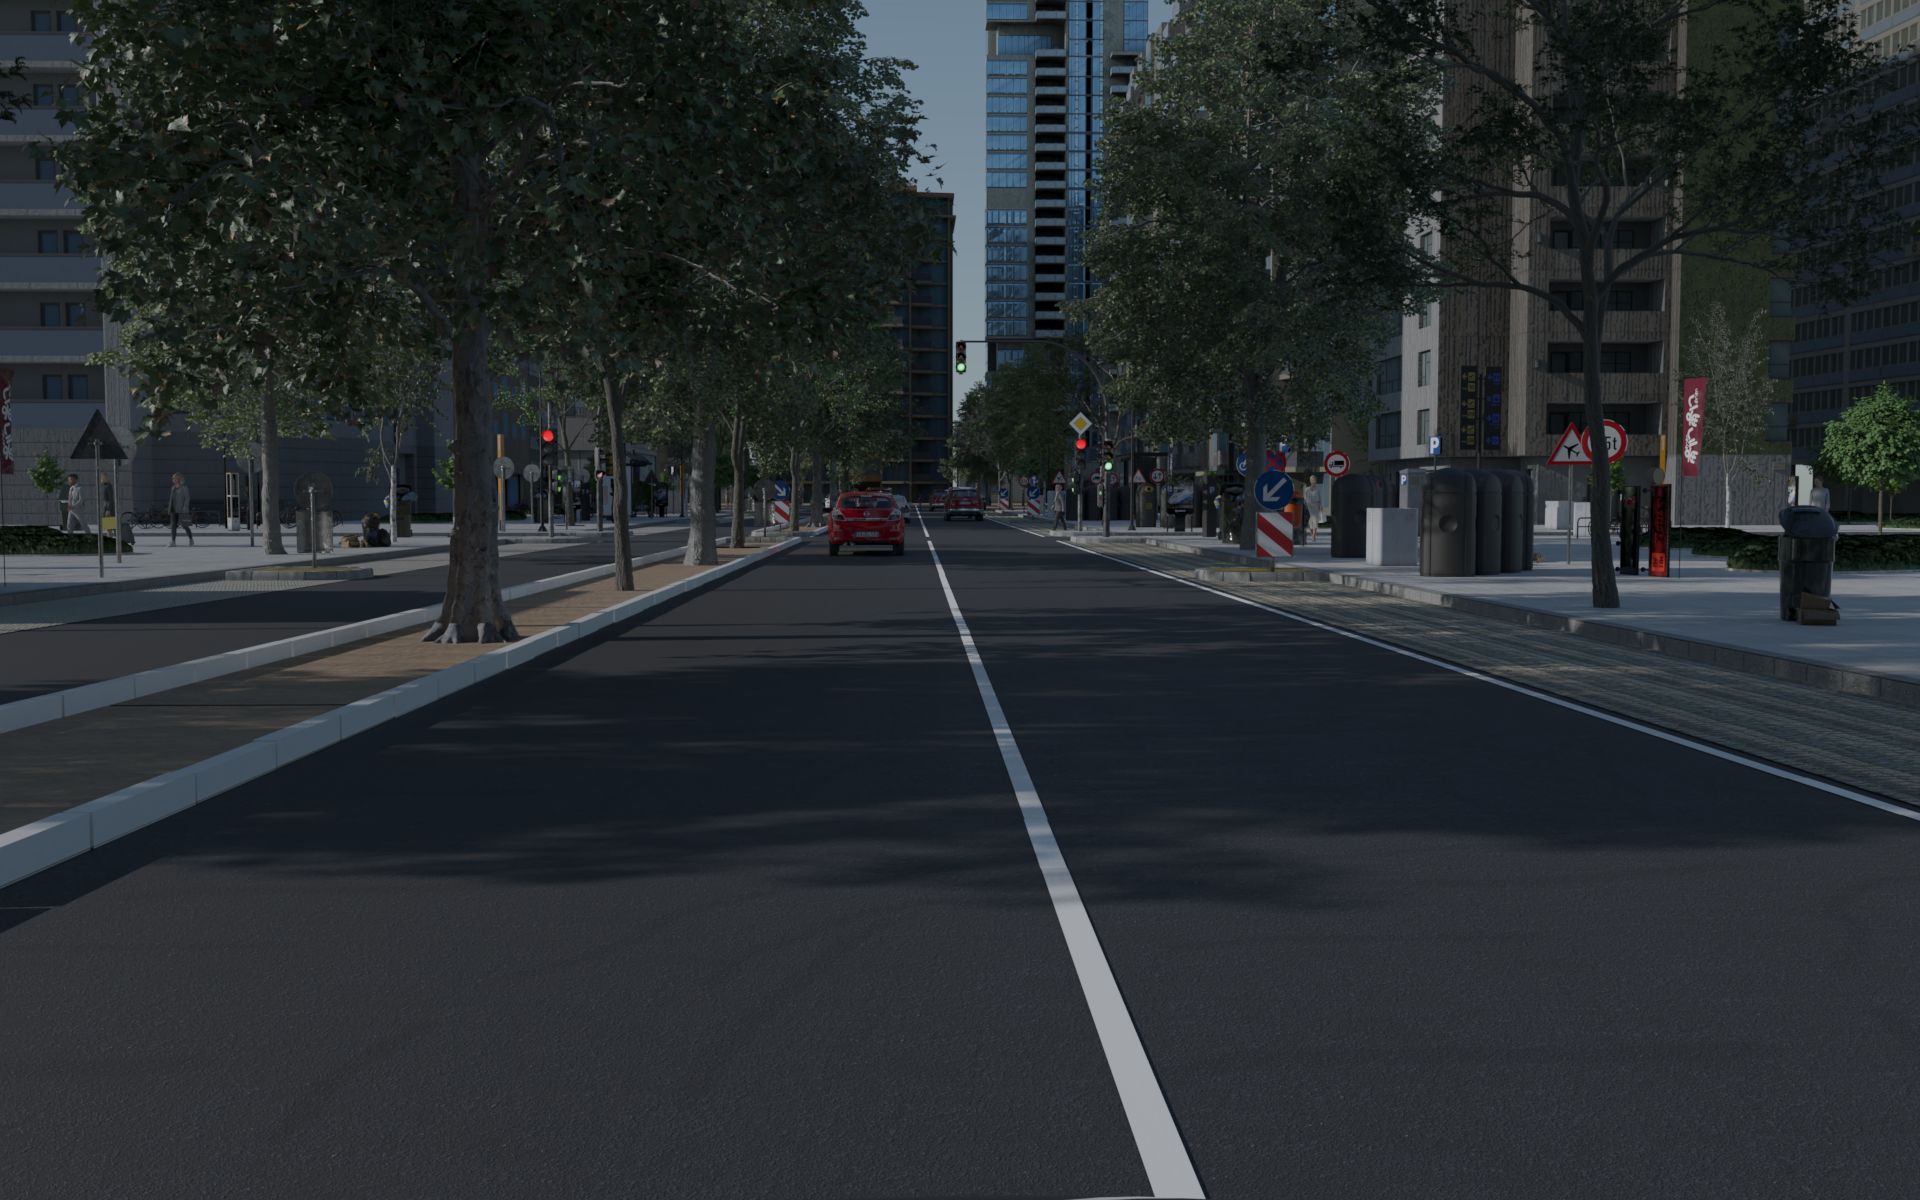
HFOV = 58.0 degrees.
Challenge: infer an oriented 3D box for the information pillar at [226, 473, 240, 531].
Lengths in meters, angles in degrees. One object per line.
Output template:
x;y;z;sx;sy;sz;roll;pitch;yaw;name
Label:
-25.175;-3.394;59.992;0.304;2.012;0.304;3;5;40;information pillar

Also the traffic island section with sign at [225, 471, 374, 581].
-11.127;-1.272;29.432;1.989;1.847;2.006;0;4;-2;traffic island section with sign

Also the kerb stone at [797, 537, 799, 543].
-4.754;-1.669;49.488;0.120;0.150;1.000;0;4;-2;kerb stone

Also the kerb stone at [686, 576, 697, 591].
-4.089;-0.227;25.908;0.120;0.150;1.000;0;4;-2;kerb stone

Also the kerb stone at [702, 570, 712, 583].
-4.155;-0.348;27.959;0.120;0.150;1.000;0;4;-2;kerb stone

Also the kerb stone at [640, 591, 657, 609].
-3.984;0.023;21.822;0.120;0.150;1.000;0;4;-2;kerb stone

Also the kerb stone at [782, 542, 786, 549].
-4.612;-1.353;44.376;0.120;0.150;1.000;0;4;-2;kerb stone

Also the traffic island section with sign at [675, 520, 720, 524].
-12.647;-4.591;83.696;1.989;1.847;2.006;0;4;-2;traffic island section with sign

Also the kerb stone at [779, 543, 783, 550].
-4.581;-1.291;43.354;0.120;0.150;1.000;0;4;-2;kerb stone

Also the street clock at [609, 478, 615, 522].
-16.017;-4.614;80.011;0.358;2.002;0.471;-1;4;-14;street clock

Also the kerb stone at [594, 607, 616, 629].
-3.898;0.211;18.750;0.120;0.150;1.000;0;4;-2;kerb stone

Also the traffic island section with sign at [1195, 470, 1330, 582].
5.006;-1.250;29.072;1.989;1.847;2.006;0;4;-2;traffic island section with sign

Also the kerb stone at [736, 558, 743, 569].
-4.297;-0.661;33.093;0.120;0.150;1.000;0;4;-2;kerb stone

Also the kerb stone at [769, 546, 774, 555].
-4.491;-1.100;40.264;0.120;0.150;1.000;0;4;-2;kerb stone

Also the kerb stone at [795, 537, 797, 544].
-4.729;-1.607;48.467;0.120;0.150;1.000;0;4;-2;kerb stone

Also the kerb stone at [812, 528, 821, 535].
-5.083;-2.394;61.330;0.120;0.150;1.000;0;4;-2;kerb stone

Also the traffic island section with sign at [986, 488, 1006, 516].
2.678;-6.323;112.001;1.989;1.847;2.006;0;4;-2;traffic island section with sign

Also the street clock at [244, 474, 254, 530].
-25.264;-3.486;61.564;0.358;2.002;0.471;-2;4;-29;street clock

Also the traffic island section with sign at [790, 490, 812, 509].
-14.841;-9.337;161.293;1.989;1.847;2.006;0;4;-2;traffic island section with sign

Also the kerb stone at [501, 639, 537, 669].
-3.771;0.464;14.655;0.120;0.150;1.000;0;4;-2;kerb stone

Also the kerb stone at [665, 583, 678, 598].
-4.043;-0.095;23.865;0.120;0.150;1.000;0;4;-2;kerb stone

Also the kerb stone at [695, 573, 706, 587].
-4.116;-0.287;26.937;0.120;0.150;1.000;0;4;-2;kerb stone

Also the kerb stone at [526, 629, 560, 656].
-3.810;0.401;15.676;0.120;0.150;1.000;0;4;-2;kerb stone

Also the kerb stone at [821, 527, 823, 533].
-5.119;-2.456;62.352;0.120;0.150;1.000;0;4;-2;kerb stone

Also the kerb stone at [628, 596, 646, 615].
-3.943;0.085;20.800;0.120;0.150;1.000;0;4;-2;kerb stone

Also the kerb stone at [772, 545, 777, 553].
-4.524;-1.168;41.290;0.120;0.150;1.000;0;4;-2;kerb stone

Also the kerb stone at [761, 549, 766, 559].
-4.436;-0.974;38.207;0.120;0.150;1.000;0;4;-2;kerb stone

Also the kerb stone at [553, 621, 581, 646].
-3.834;0.338;16.699;0.120;0.150;1.000;0;4;-2;kerb stone

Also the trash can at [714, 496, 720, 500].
-17.612;-6.902;124.503;0.748;1.137;0.748;0;3;0;trash can

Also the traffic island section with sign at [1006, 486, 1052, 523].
3.435;-4.665;84.900;1.989;1.847;2.006;0;4;-2;traffic island section with sign

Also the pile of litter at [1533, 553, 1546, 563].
10.516;-1.167;33.048;1.176;0.858;1.719;0;4;2;pile of litter

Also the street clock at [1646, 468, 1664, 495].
19.015;-2.620;47.406;0.471;2.002;0.358;-2;4;-29;street clock

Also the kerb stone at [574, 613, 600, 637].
-3.859;0.273;17.728;0.120;0.150;1.000;0;4;-2;kerb stone

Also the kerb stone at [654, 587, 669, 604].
-4.007;-0.036;22.844;0.120;0.150;1.000;0;4;-2;kerb stone

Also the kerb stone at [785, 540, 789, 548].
-4.639;-1.419;45.397;0.120;0.150;1.000;0;4;-2;kerb stone

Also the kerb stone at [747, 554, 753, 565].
-4.356;-0.791;35.135;0.120;0.150;1.000;0;4;-2;kerb stone

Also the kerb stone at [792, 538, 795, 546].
-4.693;-1.544;47.445;0.120;0.150;1.000;0;4;-2;kerb stone

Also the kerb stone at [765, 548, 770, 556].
-4.466;-1.042;39.237;0.120;0.150;1.000;0;4;-2;kerb stone

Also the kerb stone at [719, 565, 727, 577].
-4.202;-0.475;30.007;0.120;0.150;1.000;0;4;-2;kerb stone

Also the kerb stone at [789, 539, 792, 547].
-4.673;-1.482;46.422;0.120;0.150;1.000;0;4;-2;kerb stone

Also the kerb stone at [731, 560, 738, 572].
-4.270;-0.592;32.065;0.120;0.150;1.000;0;4;-2;kerb stone

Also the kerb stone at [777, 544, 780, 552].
-4.556;-1.230;42.317;0.120;0.150;1.000;0;4;-2;kerb stone

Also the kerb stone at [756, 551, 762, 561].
-4.413;-0.916;37.178;0.120;0.150;1.000;0;4;-2;kerb stone

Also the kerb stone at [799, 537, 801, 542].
-4.782;-1.732;50.511;0.120;0.150;1.000;0;4;-2;kerb stone

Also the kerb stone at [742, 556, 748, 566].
-4.325;-0.727;34.114;0.120;0.150;1.000;0;4;-2;kerb stone

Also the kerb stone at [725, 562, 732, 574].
-4.239;-0.533;31.030;0.120;0.150;1.000;0;4;-2;kerb stone

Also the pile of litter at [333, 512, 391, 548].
-14.440;-1.700;41.759;1.176;0.858;1.719;2;4;31;pile of litter

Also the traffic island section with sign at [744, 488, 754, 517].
-13.415;-6.239;110.640;1.989;1.847;2.006;0;4;-2;traffic island section with sign

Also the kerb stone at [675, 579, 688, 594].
-4.072;-0.163;24.886;0.120;0.150;1.000;0;4;-2;kerb stone

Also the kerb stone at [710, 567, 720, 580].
-4.180;-0.415;28.980;0.120;0.150;1.000;0;4;-2;kerb stone

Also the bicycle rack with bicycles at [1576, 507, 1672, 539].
19.142;-2.200;49.355;2.925;0.926;2.852;-2;4;-27;bicycle rack with bicycles

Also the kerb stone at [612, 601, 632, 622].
-3.914;0.148;19.776;0.120;0.150;1.000;0;4;-2;kerb stone

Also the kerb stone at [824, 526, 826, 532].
-5.178;-2.581;64.399;0.120;0.150;1.000;0;4;-2;kerb stone

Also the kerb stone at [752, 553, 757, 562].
-4.388;-0.852;36.157;0.120;0.150;1.000;0;4;-2;kerb stone
